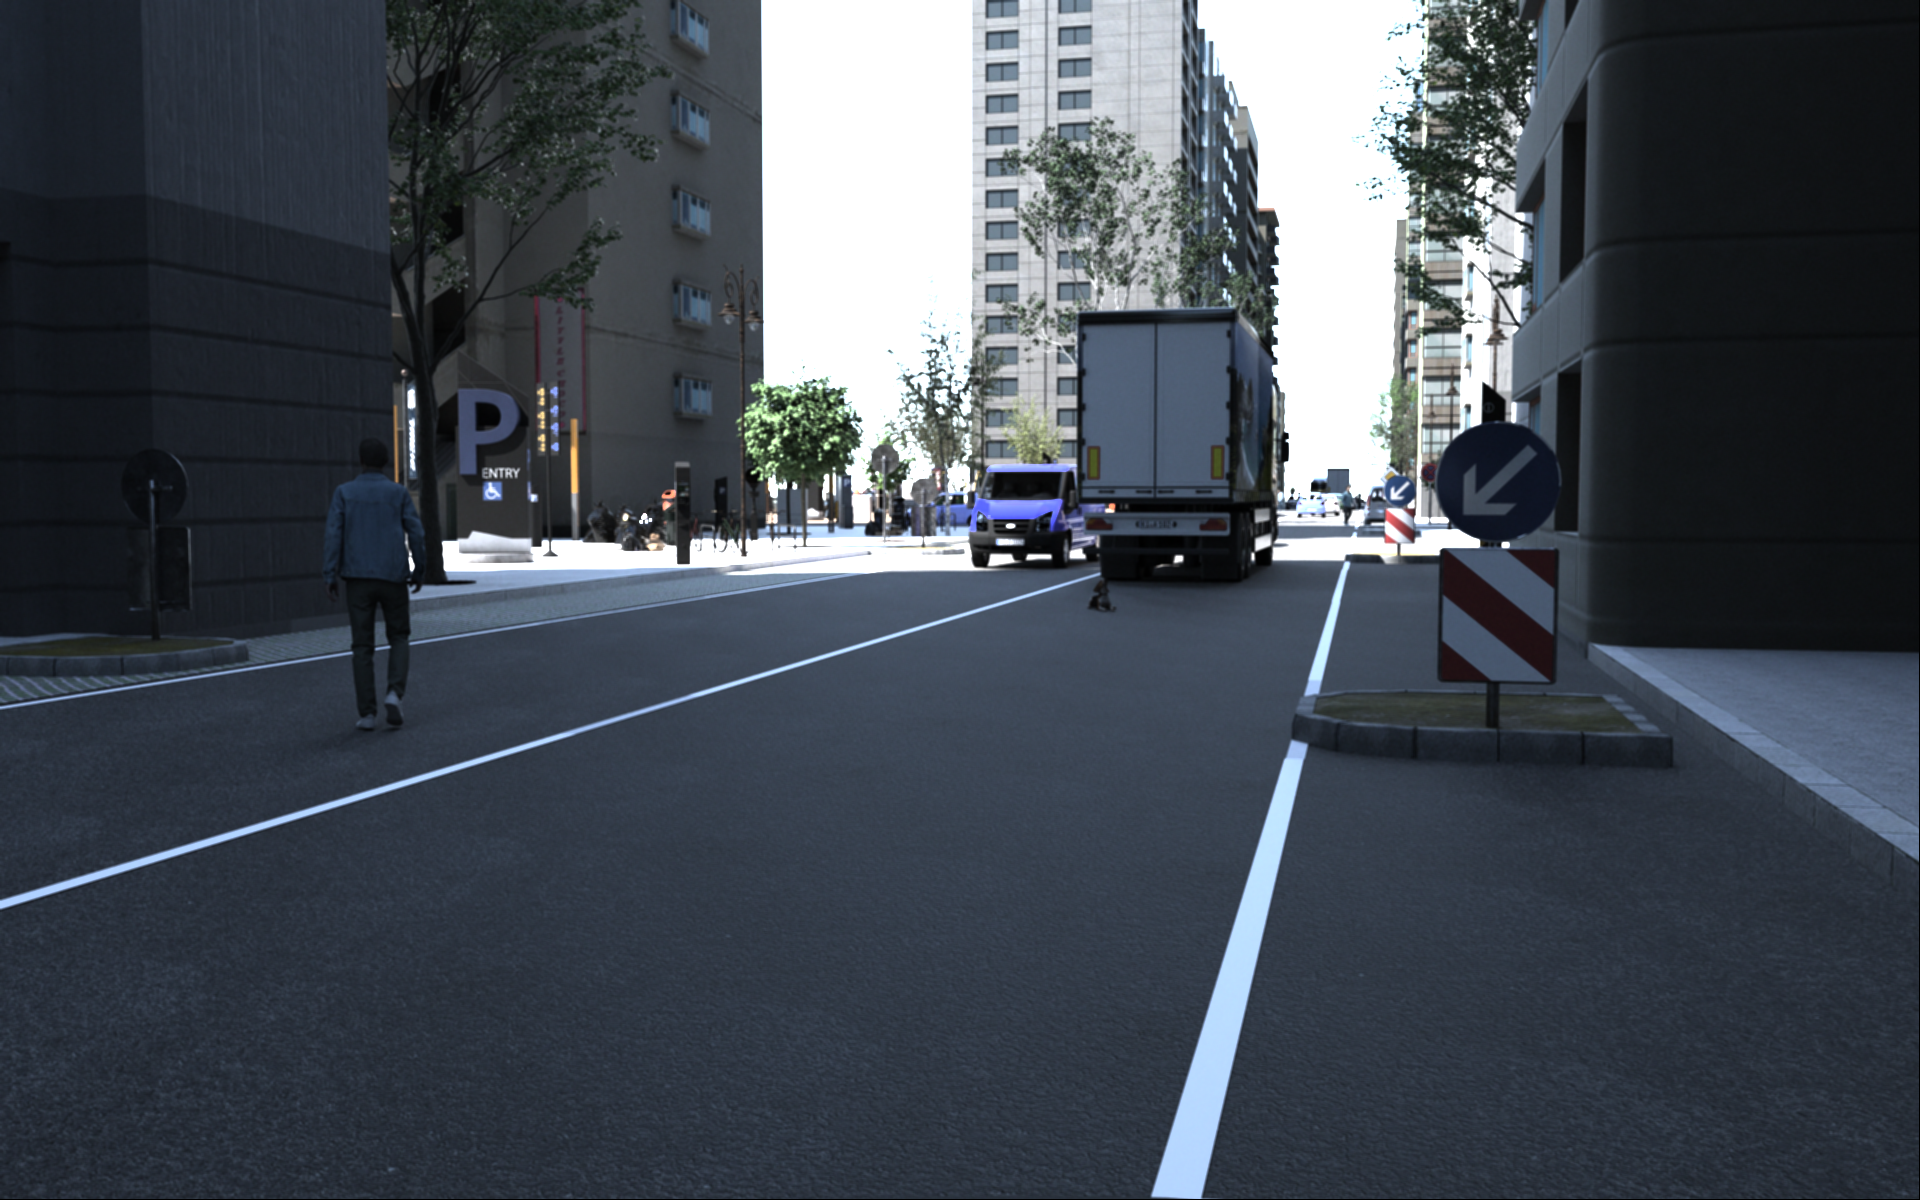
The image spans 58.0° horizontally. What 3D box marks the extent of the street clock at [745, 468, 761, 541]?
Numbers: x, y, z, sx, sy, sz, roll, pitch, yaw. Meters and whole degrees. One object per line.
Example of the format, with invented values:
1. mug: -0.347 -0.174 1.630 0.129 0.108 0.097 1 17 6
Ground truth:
1. street clock: -5.648 -2.624 47.475 0.471 2.002 0.358 0 4 3

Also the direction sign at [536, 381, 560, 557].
1. direction sign: -8.340 -2.639 35.145 0.379 3.537 0.876 -3 5 -42

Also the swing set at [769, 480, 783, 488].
1. swing set: -10.070 -5.294 84.169 3.119 2.851 2.862 2 4 24

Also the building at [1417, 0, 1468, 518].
1. building: 32.892 -25.228 96.072 14.154 41.232 14.086 1 4 13

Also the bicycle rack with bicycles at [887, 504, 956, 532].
1. bicycle rack with bicycles: -1.422 -2.844 59.878 2.852 0.926 2.925 1 4 16

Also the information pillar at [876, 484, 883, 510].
1. information pillar: -3.946 -4.932 85.127 0.304 2.012 0.304 -2 4 -27

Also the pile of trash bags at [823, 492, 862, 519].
1. pile of trash bags: -6.479 -5.296 96.334 1.912 1.369 3.447 2 4 30

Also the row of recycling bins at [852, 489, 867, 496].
1. row of recycling bins: -8.105 -8.196 141.119 3.534 1.692 1.069 1 4 12

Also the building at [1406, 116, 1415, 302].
1. building: 55.226 -30.761 186.533 14.154 41.232 14.086 1 4 13

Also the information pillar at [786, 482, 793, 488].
1. information pillar: -8.925 -5.272 90.685 0.304 2.012 0.304 -2 4 -35

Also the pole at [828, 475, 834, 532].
1. pole: -4.322 -3.926 58.029 0.158 3.312 0.155 0 3 0

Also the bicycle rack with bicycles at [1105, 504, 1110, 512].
1. bicycle rack with bicycles: 10.654 -7.031 128.341 2.925 0.926 2.852 -3 5 -42

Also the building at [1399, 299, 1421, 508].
1. building: 56.357 -19.560 164.841 27.650 21.520 28.899 1 4 13

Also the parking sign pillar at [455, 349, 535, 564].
1. parking sign pillar: -8.688 -2.678 32.260 1.447 3.967 1.447 0 4 -5

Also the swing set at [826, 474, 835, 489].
1. swing set: -9.573 -8.502 136.623 2.862 2.851 3.119 2 4 28

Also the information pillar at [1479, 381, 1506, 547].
1. information pillar: 10.972 -2.715 35.745 0.504 3.616 0.183 1 4 14

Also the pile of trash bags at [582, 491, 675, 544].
1. pile of trash bags: -8.202 -2.132 44.618 3.447 1.369 1.912 3 5 44

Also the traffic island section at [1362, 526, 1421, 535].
1. traffic island section: 15.528 -2.453 62.388 2.009 0.180 2.903 1 4 13

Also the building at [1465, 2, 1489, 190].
1. building: 33.250 -27.620 75.281 21.600 48.544 21.300 1 4 13

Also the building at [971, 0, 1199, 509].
1. building: 13.207 -44.012 157.845 20.563 71.187 20.611 1 4 13

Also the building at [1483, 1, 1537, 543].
1. building: 24.480 -30.663 43.336 21.231 58.520 28.212 1 4 13

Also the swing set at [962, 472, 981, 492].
1. swing set: 2.386 -7.398 118.583 3.119 2.851 2.862 2 4 32

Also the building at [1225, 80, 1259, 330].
1. building: 24.431 -35.784 208.770 21.300 48.544 21.600 1 4 13

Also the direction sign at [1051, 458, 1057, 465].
1. direction sign: 5.856 -7.237 110.326 0.379 3.537 0.876 -3 4 -38

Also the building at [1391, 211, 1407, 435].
1. building: 82.046 -40.411 284.426 21.300 48.544 21.600 1 4 13

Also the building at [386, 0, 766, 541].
1. building: -19.925 -26.409 55.497 21.600 48.544 21.300 1 4 13

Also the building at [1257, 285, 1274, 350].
1. building: 35.322 -28.458 236.991 14.160 30.474 14.107 1 4 13

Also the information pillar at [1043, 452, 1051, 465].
1. information pillar: 4.710 -6.290 94.200 0.504 3.616 0.183 1 4 8

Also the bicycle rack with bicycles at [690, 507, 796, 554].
1. bicycle rack with bicycles: -4.765 -1.504 37.973 2.852 0.926 2.925 -1 4 -16

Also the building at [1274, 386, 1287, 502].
1. building: 39.556 -27.087 287.907 27.650 21.520 28.899 1 4 13

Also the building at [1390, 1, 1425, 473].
1. building: 76.062 -57.776 257.311 22.319 86.520 31.000 1 4 13

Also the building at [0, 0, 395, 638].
1. building: -19.780 -28.418 6.636 21.231 58.520 28.212 1 4 13

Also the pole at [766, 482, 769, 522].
1. pole: -8.776 -5.191 78.717 0.158 3.312 0.155 0 3 0

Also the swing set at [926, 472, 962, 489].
1. swing set: -0.839 -7.680 123.181 3.119 2.851 2.862 0 4 -3

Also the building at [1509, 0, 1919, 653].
1. building: 17.540 -9.811 5.444 27.650 21.520 28.899 1 4 13

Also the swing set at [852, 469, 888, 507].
1. swing set: -4.997 -6.876 110.048 3.119 2.851 2.862 0 4 2

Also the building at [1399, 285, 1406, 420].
1. building: 67.507 -28.487 237.462 14.160 30.474 14.107 1 4 13

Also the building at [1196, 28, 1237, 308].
1. building: 17.416 -34.502 183.711 23.786 49.044 30.456 1 4 13

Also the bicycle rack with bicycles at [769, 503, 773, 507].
1. bicycle rack with bicycles: -12.055 -5.084 96.511 2.925 0.926 2.852 3 5 45

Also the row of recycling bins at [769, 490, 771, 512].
1. row of recycling bins: -15.420 -7.246 125.588 3.534 1.692 1.069 -1 4 -19

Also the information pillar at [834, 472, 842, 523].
1. information pillar: -5.307 -5.218 76.669 0.504 3.616 0.183 0 4 5

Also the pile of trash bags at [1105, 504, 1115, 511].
1. pile of trash bags: 6.722 -4.748 87.388 3.447 1.369 1.912 3 5 44

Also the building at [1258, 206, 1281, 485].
1. building: 36.125 -36.928 258.392 22.147 44.769 28.867 1 4 13

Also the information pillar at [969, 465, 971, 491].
1. information pillar: 0.776 -8.543 131.033 0.183 3.616 0.504 1 4 9
